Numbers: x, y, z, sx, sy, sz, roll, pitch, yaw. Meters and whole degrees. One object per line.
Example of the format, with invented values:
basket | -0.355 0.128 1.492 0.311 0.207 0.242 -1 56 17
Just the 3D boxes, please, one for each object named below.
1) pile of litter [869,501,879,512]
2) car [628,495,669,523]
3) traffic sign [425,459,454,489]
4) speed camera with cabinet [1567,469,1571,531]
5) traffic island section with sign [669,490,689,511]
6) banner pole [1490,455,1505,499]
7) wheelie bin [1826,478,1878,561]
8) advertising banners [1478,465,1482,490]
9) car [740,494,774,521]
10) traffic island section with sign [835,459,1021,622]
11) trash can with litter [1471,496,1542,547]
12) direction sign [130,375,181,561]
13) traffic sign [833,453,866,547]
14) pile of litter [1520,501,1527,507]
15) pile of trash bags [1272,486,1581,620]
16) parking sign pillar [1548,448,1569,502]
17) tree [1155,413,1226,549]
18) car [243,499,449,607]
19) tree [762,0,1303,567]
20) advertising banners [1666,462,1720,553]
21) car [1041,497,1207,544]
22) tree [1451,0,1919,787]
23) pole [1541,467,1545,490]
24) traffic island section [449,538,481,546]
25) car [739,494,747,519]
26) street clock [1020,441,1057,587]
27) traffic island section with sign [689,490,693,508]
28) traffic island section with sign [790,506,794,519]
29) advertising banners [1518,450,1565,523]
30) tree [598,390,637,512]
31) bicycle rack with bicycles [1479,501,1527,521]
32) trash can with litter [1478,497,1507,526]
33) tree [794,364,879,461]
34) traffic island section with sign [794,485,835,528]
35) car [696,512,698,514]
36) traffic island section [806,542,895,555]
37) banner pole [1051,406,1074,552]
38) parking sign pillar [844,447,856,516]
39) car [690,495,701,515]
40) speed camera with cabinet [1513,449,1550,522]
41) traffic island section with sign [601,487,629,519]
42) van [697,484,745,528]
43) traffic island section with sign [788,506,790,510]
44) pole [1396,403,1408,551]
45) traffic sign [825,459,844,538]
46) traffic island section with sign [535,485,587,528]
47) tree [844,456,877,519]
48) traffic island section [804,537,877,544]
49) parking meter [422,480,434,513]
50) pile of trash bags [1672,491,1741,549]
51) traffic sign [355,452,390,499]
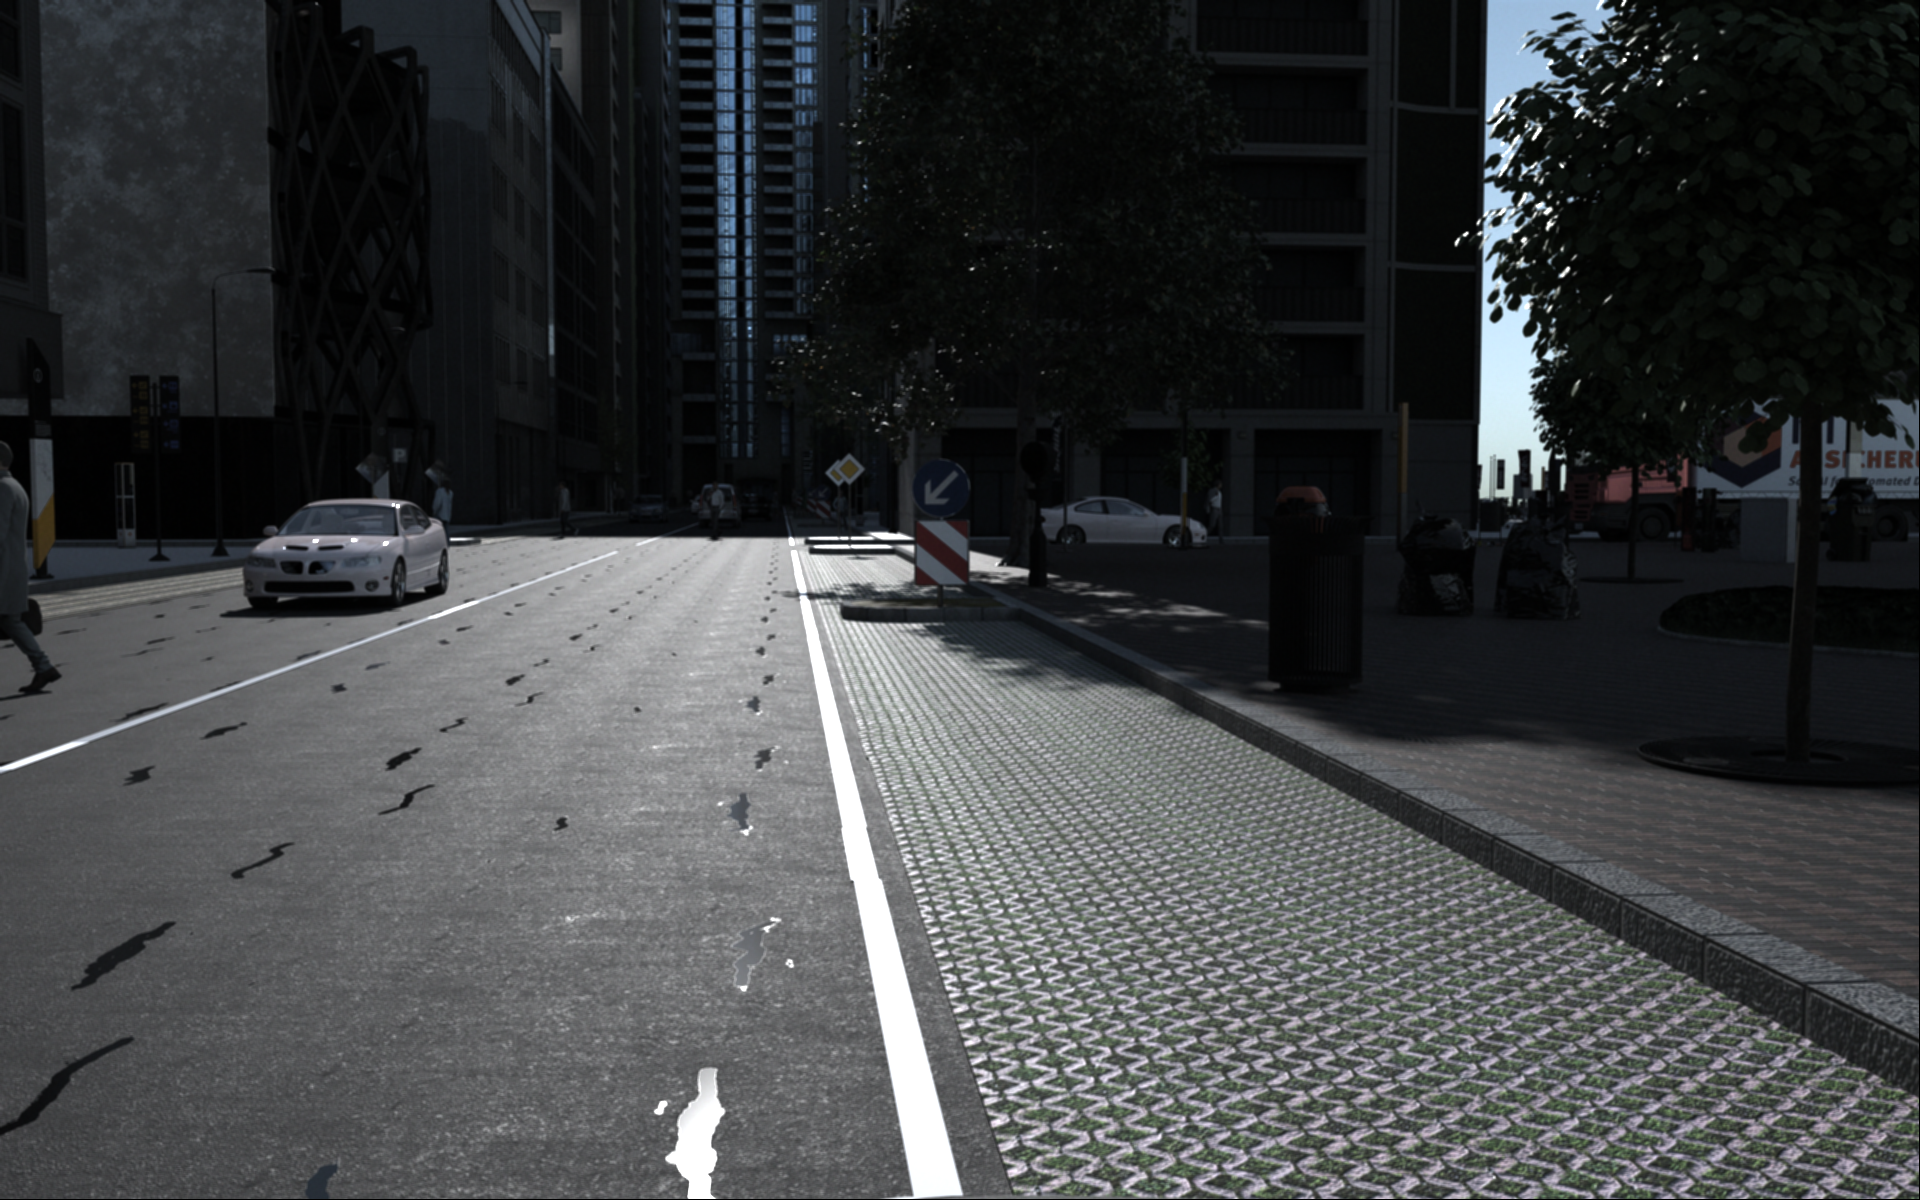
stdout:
pile of litter | -5.983 -6.721 123.850 1.176 0.858 1.719 1 4 14
car | -15.615 -4.588 87.010 2.014 1.417 4.499 0 4 -6
traffic sign | -14.696 -2.768 48.896 0.795 2.450 0.064 0 4 -6
speed camera with cabinet | 22.159 -4.026 60.161 2.038 3.252 0.660 1 4 20
traffic island section with sign | -24.937 -8.705 150.960 1.989 1.847 2.006 0 4 -6
banner pole | 34.337 -7.373 110.565 0.863 3.779 0.401 1 4 13
wheelie bin | 17.104 -1.545 33.167 0.980 1.594 0.693 -1 4 -20
advertising banners | 30.517 -6.570 103.613 0.090 3.025 2.074 -1 4 -23
car | -10.929 -5.040 92.192 2.009 1.686 4.222 0 4 -4
traffic island section with sign | -0.397 -0.712 20.265 1.989 1.847 2.006 0 4 -6
trash can with litter | 13.433 -1.929 42.595 2.233 1.210 1.678 2 4 25
direction sign | -15.381 -2.518 33.173 0.876 3.537 0.379 -1 4 -9
traffic sign | -2.688 -2.351 42.085 0.795 2.450 0.064 0 4 -6
pile of litter | 40.154 -6.755 124.408 1.176 0.858 1.719 2 4 29
pile of trash bags | 5.104 -0.569 19.056 3.447 1.369 1.912 2 4 28
parking sign pillar | 32.897 -6.571 95.907 1.447 3.967 1.447 1 4 9
tree | 5.567 -2.852 41.224 1.663 3.219 1.824 0 3 0
car | -8.204 -0.681 23.497 2.083 1.381 4.827 0 4 -5
tree | 1.283 -6.954 30.712 9.611 12.733 9.660 0 3 0
advertising banners | 16.352 -2.605 38.783 0.090 3.025 2.074 -1 4 -10
car | 4.075 -2.023 45.439 4.827 1.381 2.083 0 4 -6
tree | 3.997 -1.489 8.058 4.285 4.588 4.351 0 3 0
pole | 43.498 -8.281 129.240 0.158 3.312 0.155 0 3 0
traffic island section | -14.719 -1.631 48.955 2.009 0.180 2.903 0 4 -6
car | -13.062 -5.472 99.252 2.009 1.686 4.222 0 4 -7
street clock | 1.079 -1.185 23.949 0.471 2.002 0.358 3 4 38
traffic island section with sign | -27.761 -10.372 178.211 1.989 1.847 2.006 0 4 -6
traffic island section with sign | -8.790 -5.674 101.389 1.989 1.847 2.006 0 4 -6
advertising banners | 22.908 -4.400 68.122 2.074 3.025 0.090 3 5 43
tree | -24.360 -10.426 120.822 4.737 8.622 4.395 0 3 0
bicycle rack with bicycles | 26.850 -4.314 83.914 2.852 0.926 2.925 -1 4 -14
trash can with litter | 21.149 -3.510 68.779 1.055 1.170 0.624 2 4 34
tree | -7.595 -11.614 115.646 9.928 11.665 9.643 0 3 0
traffic island section with sign | -6.018 -4.034 74.577 1.989 1.847 2.006 0 4 -6
car | -18.701 -7.089 128.481 1.945 1.354 3.894 0 4 -5
traffic island section | -2.665 -1.216 42.165 2.009 0.180 2.903 0 4 -6
banner pole | 2.228 -2.963 38.467 0.401 3.779 0.863 -2 4 -27
parking sign pillar | -6.378 -6.826 100.070 1.447 3.967 1.447 -1 4 -15
car | -17.923 -6.691 121.764 2.083 1.381 4.827 0 4 -8
speed camera with cabinet | 25.505 -5.073 77.283 2.038 3.252 0.660 -3 4 -39
traffic island section with sign | -19.720 -5.620 100.510 1.989 1.847 2.006 0 4 -6
van | -10.230 -4.091 73.893 2.013 2.044 4.112 0 4 -5
traffic island section with sign | -14.002 -8.756 151.785 1.989 1.847 2.006 0 4 -6
pole | 9.905 -2.749 38.783 0.158 3.312 0.155 0 3 0
traffic sign | -3.509 -2.837 50.028 0.795 2.450 0.064 0 4 -6
traffic island section with sign | -16.949 -3.980 73.697 1.989 1.847 2.006 0 4 -6
tree | -5.379 -5.779 89.094 1.663 3.219 1.824 0 3 0
traffic island section | -3.486 -1.702 50.108 2.009 0.180 2.903 0 4 -6
parking meter | -21.456 -3.923 69.856 0.399 1.863 0.255 0 4 -2
pile of trash bags | 18.587 -1.993 42.330 1.912 1.369 3.447 -1 4 -13
traffic sign | -13.875 -2.282 40.953 0.795 2.450 0.064 0 4 -6
